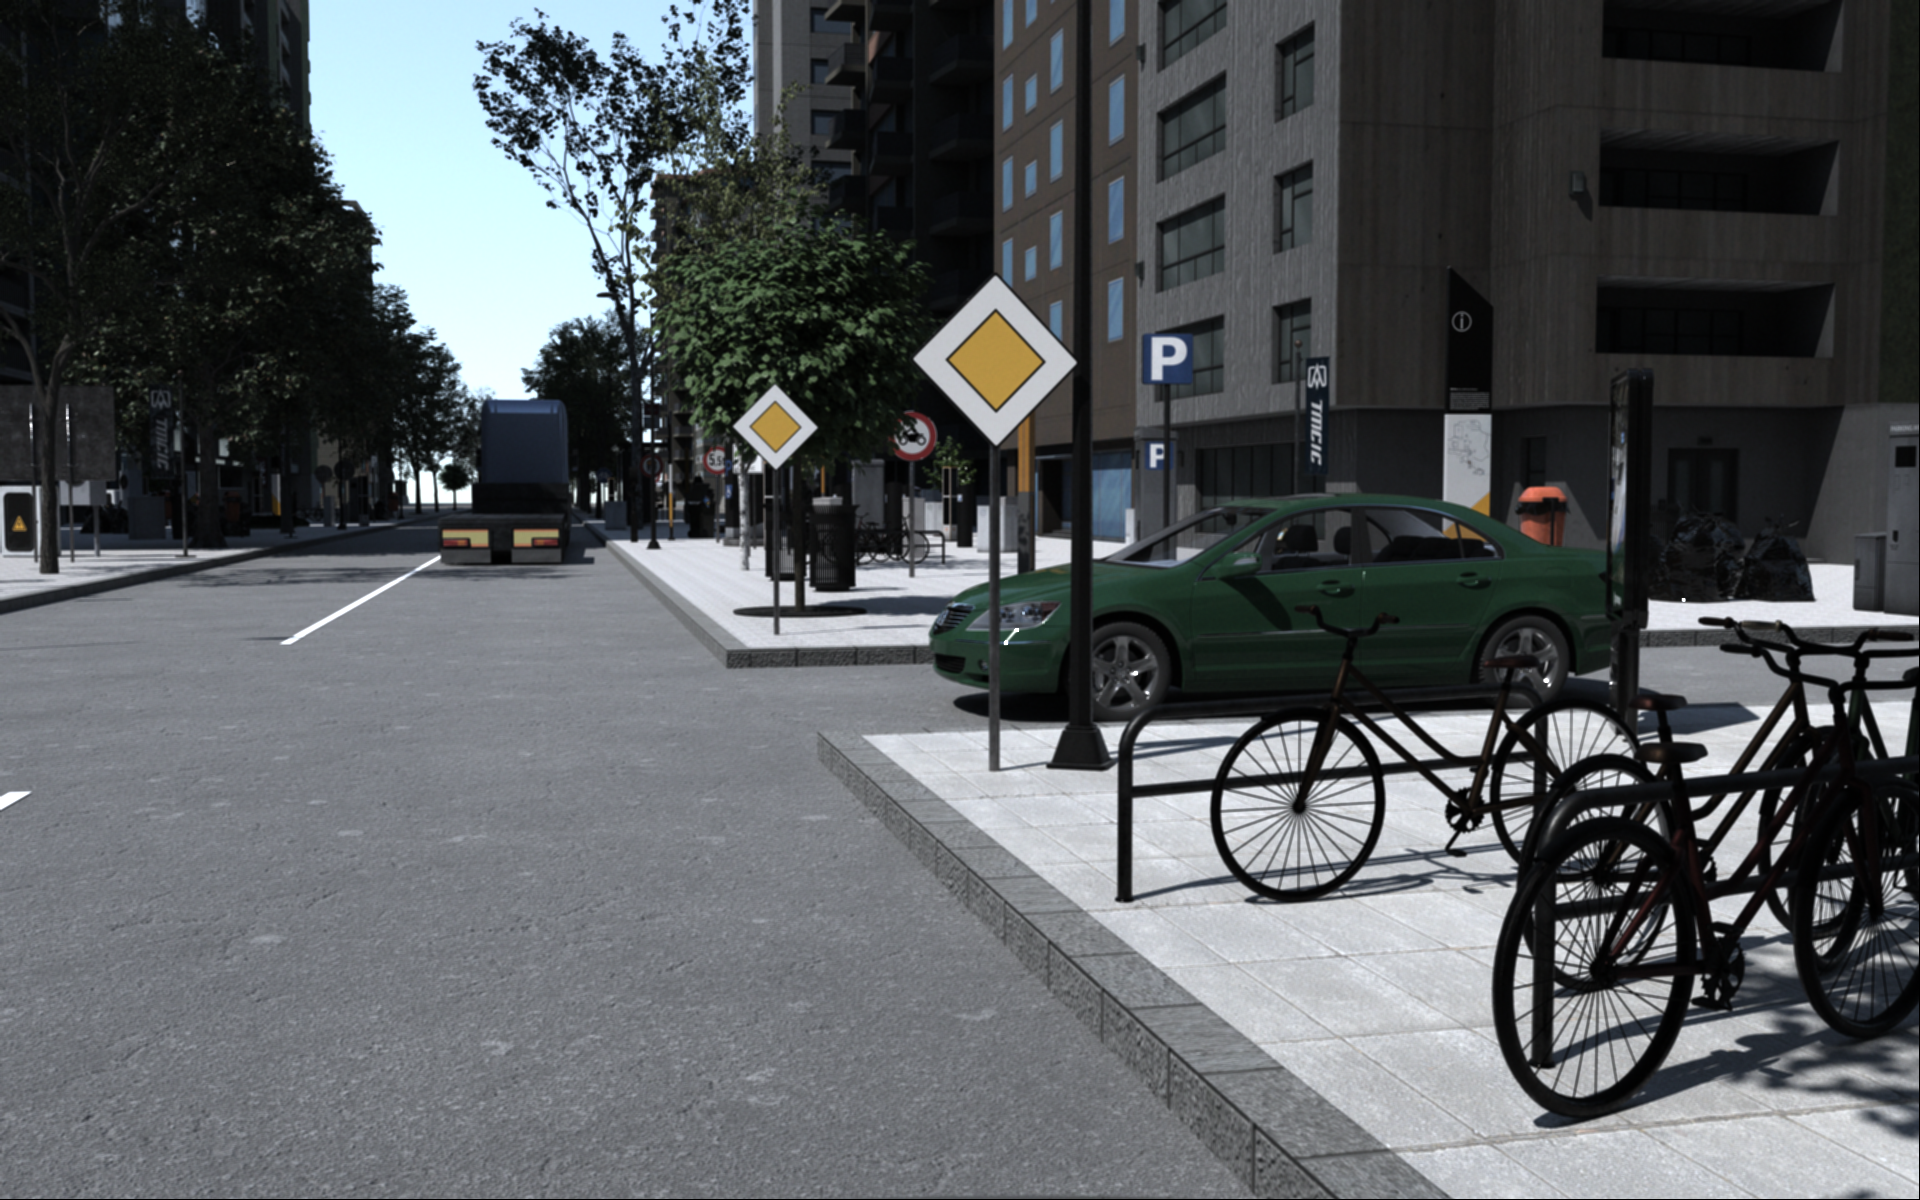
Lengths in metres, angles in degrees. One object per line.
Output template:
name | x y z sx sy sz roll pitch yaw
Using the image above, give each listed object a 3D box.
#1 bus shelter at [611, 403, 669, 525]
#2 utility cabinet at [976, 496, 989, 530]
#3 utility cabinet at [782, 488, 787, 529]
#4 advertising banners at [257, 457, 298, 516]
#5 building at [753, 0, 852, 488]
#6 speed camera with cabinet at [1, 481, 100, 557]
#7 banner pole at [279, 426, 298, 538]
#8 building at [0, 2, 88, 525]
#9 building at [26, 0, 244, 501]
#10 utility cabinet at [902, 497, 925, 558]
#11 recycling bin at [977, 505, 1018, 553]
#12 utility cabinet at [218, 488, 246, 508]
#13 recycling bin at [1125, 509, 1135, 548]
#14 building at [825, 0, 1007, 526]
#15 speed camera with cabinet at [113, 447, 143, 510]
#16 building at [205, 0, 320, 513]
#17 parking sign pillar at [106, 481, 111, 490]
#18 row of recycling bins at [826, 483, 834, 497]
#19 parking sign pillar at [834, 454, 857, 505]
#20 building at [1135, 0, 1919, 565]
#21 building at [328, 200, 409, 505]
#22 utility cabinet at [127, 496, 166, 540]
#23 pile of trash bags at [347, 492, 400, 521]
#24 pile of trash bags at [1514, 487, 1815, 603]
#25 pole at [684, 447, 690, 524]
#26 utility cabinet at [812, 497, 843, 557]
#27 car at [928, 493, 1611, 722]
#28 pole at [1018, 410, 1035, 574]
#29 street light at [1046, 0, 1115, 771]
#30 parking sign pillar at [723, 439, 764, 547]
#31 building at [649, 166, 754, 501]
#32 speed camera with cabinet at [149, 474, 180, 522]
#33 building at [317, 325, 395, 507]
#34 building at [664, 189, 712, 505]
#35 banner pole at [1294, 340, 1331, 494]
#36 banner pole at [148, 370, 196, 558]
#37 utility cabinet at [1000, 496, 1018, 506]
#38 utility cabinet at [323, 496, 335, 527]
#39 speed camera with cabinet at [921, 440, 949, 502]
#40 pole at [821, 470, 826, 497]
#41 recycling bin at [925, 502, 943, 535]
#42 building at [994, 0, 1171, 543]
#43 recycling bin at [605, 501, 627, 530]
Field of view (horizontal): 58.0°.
bus shelter | -13.734 -5.896 74.036 2.179 5.291 8.768 -1 4 -13
utility cabinet | 1.082 -3.121 62.187 1.020 1.237 0.306 2 4 33
utility cabinet | -5.878 -3.274 62.209 1.173 1.500 0.318 0 4 -7
advertising banners | -32.470 -5.274 82.413 0.090 3.025 2.074 3 4 37
building | -3.601 -35.280 118.819 21.231 58.520 28.212 -1 4 -13
speed camera with cabinet | -18.432 -2.497 35.157 2.038 3.252 0.660 1 4 9
banner pole | -19.717 -3.709 50.666 0.401 3.779 0.863 -3 5 -45
building | -47.724 -38.569 68.849 20.563 71.187 20.611 -1 4 -13
building | -54.336 -29.128 95.844 23.786 49.044 30.456 -1 4 -13
utility cabinet | -0.928 -1.456 34.966 0.306 1.237 1.020 -1 4 -12
recycling bin | 0.851 -1.567 38.182 0.722 1.027 0.722 2 4 32
utility cabinet | -25.574 -3.176 60.603 0.318 1.500 1.173 2 4 33
recycling bin | 3.254 -1.061 29.906 0.722 1.027 0.722 0 4 -1
building | 5.645 -25.973 79.290 22.147 44.769 28.867 -1 4 -13
speed camera with cabinet | -31.458 -4.321 64.991 2.038 3.252 0.660 3 4 37
building | -57.819 -27.474 132.789 14.154 41.232 14.086 -1 4 -13
parking sign pillar | -36.465 -5.217 73.767 1.447 3.967 1.447 -2 4 -26
row of recycling bins | -4.932 -3.674 67.180 1.069 1.692 3.534 1 4 20
parking sign pillar | -3.608 -4.112 55.708 1.447 3.967 1.447 1 4 20
building | 12.501 -16.169 36.057 14.107 30.474 14.160 -1 4 -13
building | -85.325 -31.827 212.244 32.217 40.220 23.993 -1 4 -13
utility cabinet | -23.090 -2.325 49.168 0.306 1.237 1.020 2 4 27
pile of trash bags | -28.399 -4.551 84.161 3.447 1.369 1.912 2 4 35
pile of trash bags | 8.470 -0.700 21.202 3.447 1.369 1.912 0 4 -7
pole | -11.860 -4.978 75.226 0.158 3.312 0.155 0 3 0
utility cabinet | -2.746 -1.508 35.812 0.306 1.237 1.020 -2 4 -25
car | 2.211 -0.010 11.957 4.920 1.459 2.131 -1 4 -13
pole | 0.798 -1.645 20.736 0.158 3.312 0.155 0 3 0
street light | 0.044 -2.162 7.888 1.470 5.913 1.316 -1 4 -13
parking sign pillar | -5.169 -3.332 42.953 1.447 3.967 1.447 -3 4 -36
building | -30.396 -35.474 234.620 22.147 44.769 28.867 -1 4 -13
speed camera with cabinet | -36.290 -5.215 79.604 2.038 3.252 0.660 1 4 18
building | -77.051 -20.940 187.407 27.650 21.520 28.899 -1 4 -13
building | -19.353 -31.705 210.250 32.217 40.220 23.993 -1 4 -13
banner pole | 5.645 -2.327 28.056 0.401 3.779 0.863 -3 5 -40
banner pole | -15.895 -2.745 34.895 0.863 3.779 0.401 -3 5 -40
utility cabinet | 1.332 -2.234 47.681 0.306 1.237 1.020 2 4 26
utility cabinet | -24.963 -3.508 68.514 0.306 1.237 1.020 -1 4 -11
speed camera with cabinet | -0.993 -3.999 59.727 2.038 3.252 0.660 3 5 42
pole | -3.516 -3.073 44.086 0.158 3.312 0.155 0 3 0
recycling bin | -0.703 -2.569 54.556 0.722 1.027 0.722 1 4 10
building | 9.439 -24.451 49.881 14.600 45.320 14.200 -1 4 -13
recycling bin | -12.402 -3.050 62.427 0.722 1.027 0.722 0 4 -6
